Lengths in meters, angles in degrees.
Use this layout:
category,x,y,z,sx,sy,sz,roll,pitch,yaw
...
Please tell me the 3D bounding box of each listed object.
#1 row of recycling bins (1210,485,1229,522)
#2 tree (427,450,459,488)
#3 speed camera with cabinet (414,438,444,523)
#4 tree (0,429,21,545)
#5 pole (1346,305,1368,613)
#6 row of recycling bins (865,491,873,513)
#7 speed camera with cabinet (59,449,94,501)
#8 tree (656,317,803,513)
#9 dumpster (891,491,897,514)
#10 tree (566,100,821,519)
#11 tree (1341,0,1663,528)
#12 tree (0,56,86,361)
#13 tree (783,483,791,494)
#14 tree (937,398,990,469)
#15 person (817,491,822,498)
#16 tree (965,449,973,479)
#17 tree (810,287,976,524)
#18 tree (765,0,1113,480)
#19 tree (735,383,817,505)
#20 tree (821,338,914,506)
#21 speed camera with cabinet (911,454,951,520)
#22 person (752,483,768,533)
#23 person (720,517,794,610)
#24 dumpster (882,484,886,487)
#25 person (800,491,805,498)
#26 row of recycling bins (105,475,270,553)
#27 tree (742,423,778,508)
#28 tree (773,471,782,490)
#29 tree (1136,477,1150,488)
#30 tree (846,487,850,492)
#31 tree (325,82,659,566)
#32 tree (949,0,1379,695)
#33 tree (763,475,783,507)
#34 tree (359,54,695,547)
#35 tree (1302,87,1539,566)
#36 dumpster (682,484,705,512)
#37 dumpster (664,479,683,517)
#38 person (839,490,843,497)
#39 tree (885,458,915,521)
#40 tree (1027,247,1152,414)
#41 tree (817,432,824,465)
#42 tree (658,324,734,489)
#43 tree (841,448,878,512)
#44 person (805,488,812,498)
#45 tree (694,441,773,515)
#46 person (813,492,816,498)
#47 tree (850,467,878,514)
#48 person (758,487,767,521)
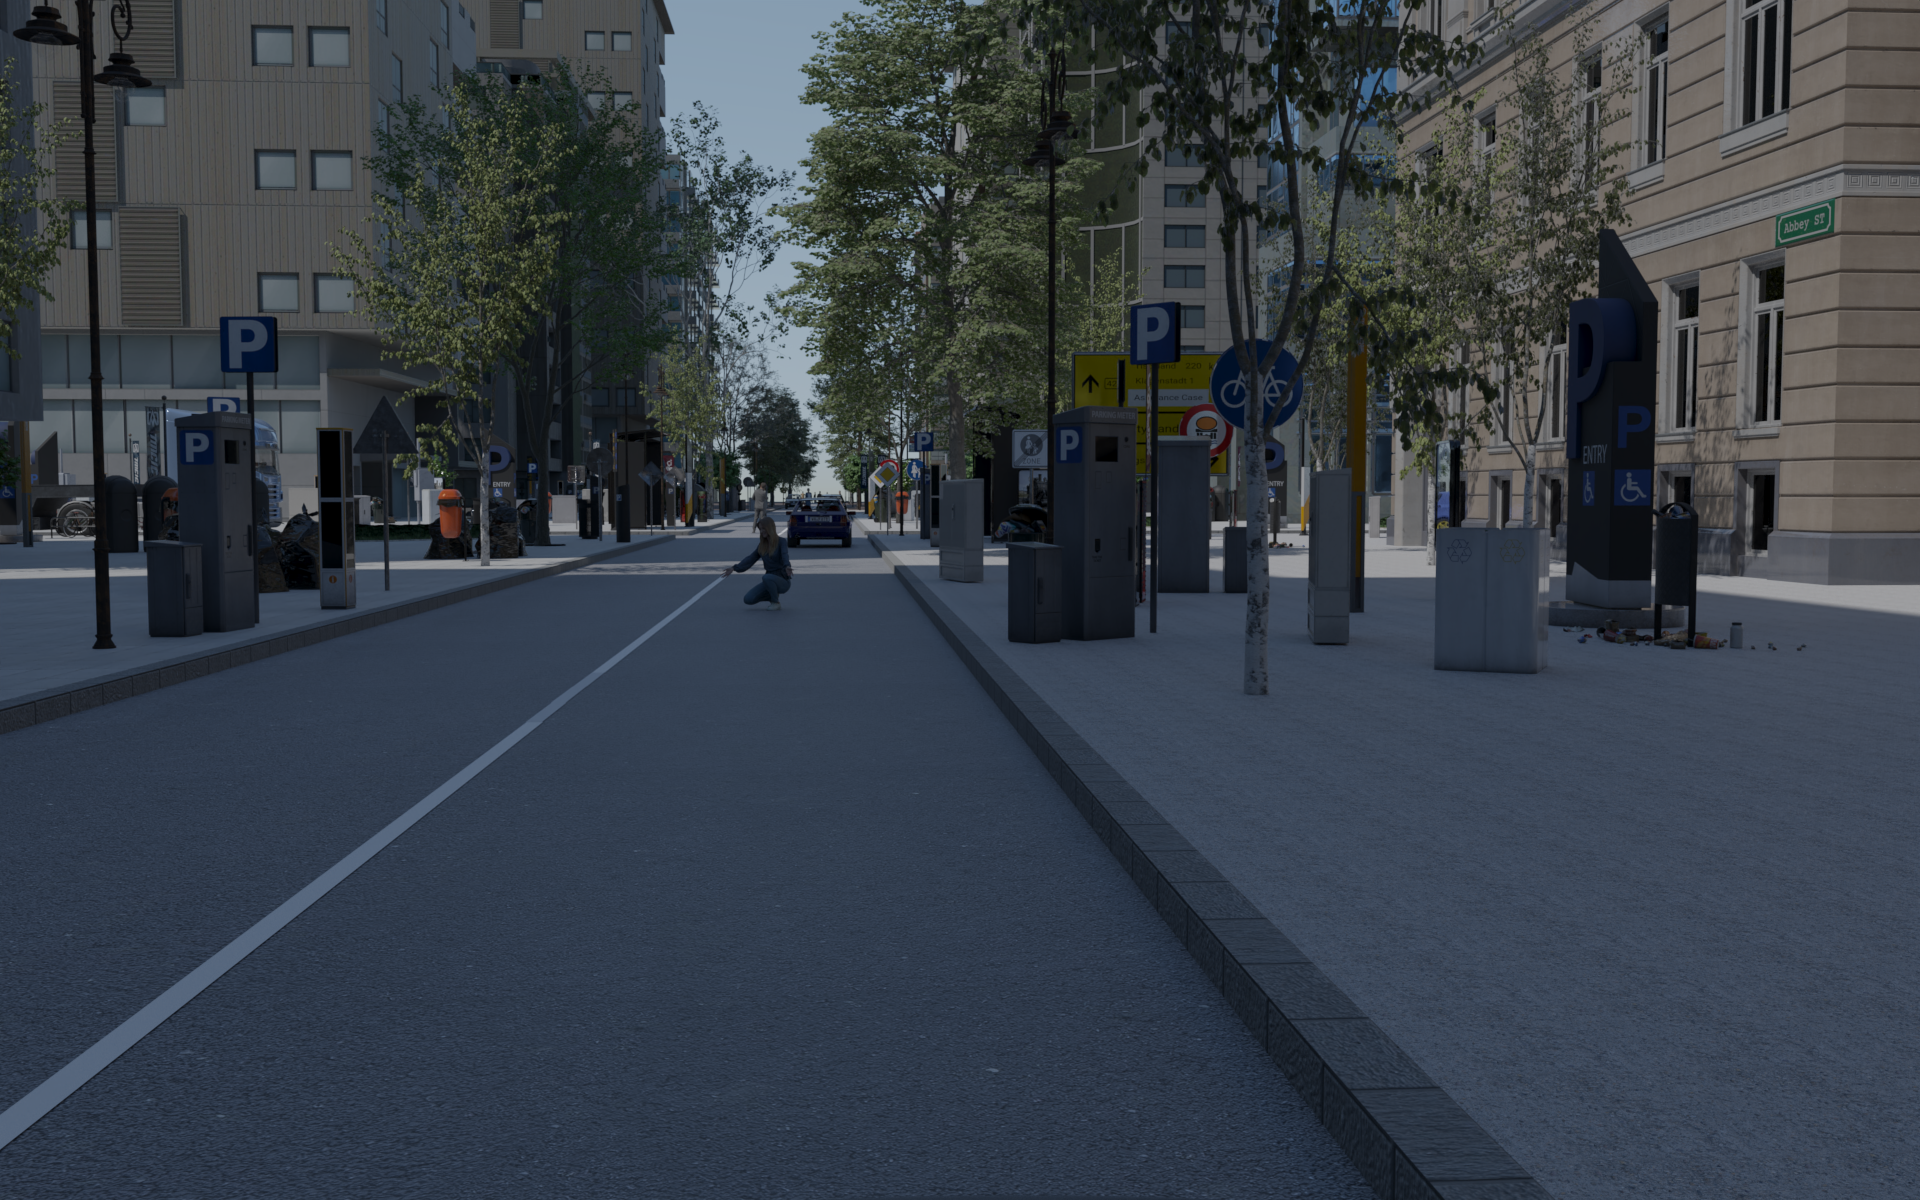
category,x,y,z,sx,sy,sz,roll,pitch,yaw
row of recycling bins,11.012,-4.449,79.860,3.534,1.692,1.069,-3,5,-39
tree,-23.308,-5.029,76.822,1.663,3.219,1.824,0,3,0
speed camera with cabinet,-18.719,-4.085,61.118,0.660,3.252,2.038,-2,4,-31
tree,-24.559,-3.034,44.205,1.663,3.219,1.824,0,3,0
pole,4.275,-1.520,18.699,0.158,3.312,0.155,0,3,0
row of recycling bins,-5.513,-6.524,113.775,1.069,1.692,3.534,1,4,9
speed camera with cabinet,-38.468,-4.972,75.632,2.038,3.252,0.660,1,4,11
tree,-16.086,-12.835,120.216,12.009,13.543,11.850,0,3,0
dumpster,-3.348,-5.202,90.804,1.264,1.857,1.865,0,4,-4
tree,-13.478,-14.088,86.229,12.611,20.169,13.585,0,3,0
tree,8.383,-4.611,25.752,4.360,8.622,3.978,0,3,0
tree,-16.577,-4.786,28.614,4.737,8.622,4.395,0,3,0
tree,-25.100,-15.359,245.715,1.663,3.219,1.824,0,3,0
tree,0.281,-10.254,118.018,4.737,8.622,4.395,0,3,0
person,-15.058,-10.890,187.079,0.617,1.759,0.750,2,4,28
tree,1.088,-7.814,111.469,4.285,4.588,4.351,0,3,0
tree,-2.820,-8.591,74.868,8.767,10.594,7.601,1,4,21
tree,-0.354,-7.145,34.950,7.486,12.596,7.792,0,3,0
tree,-21.727,-17.922,199.674,9.857,13.997,8.962,0,3,0
tree,-10.185,-20.248,186.943,12.611,20.169,13.585,0,3,0
speed camera with cabinet,-1.352,-5.534,84.823,2.038,3.252,0.660,0,4,-3
person,-7.375,-3.398,63.859,0.655,1.846,0.447,1,4,14
person,-2.347,-0.452,21.389,1.012,1.151,0.738,3,4,39
dumpster,-3.686,-5.644,94.769,1.502,2.255,1.985,0,4,-4
person,-20.629,-13.393,227.562,1.348,1.812,0.705,1,4,12
row of recycling bins,-17.286,-1.928,38.633,3.534,1.692,1.069,-2,4,-31
tree,-17.919,-12.779,159.292,4.360,8.622,3.978,0,3,0
tree,-21.102,-12.489,187.909,4.285,4.588,4.351,0,3,0
tree,8.737,-5.567,85.614,1.663,3.219,1.824,0,3,0
tree,-13.435,-13.770,219.739,1.663,3.219,1.824,0,3,0
tree,-8.682,-4.921,30.816,4.737,8.622,4.395,0,3,0
tree,1.793,-3.687,10.650,4.360,8.622,3.978,0,3,0
tree,-19.357,-11.110,176.243,1.663,3.219,1.824,0,3,0
tree,-10.341,-7.122,42.208,9.928,11.665,9.643,0,3,0
tree,8.220,-4.923,30.856,4.737,8.622,4.395,0,3,0
dumpster,-15.065,-5.631,97.817,1.264,1.857,1.865,0,4,-4
dumpster,-16.525,-5.876,98.565,1.502,2.255,1.985,0,4,-4
person,-8.955,-7.310,129.028,0.512,1.701,0.522,1,4,18
tree,-2.804,-5.428,83.353,1.663,3.219,1.824,0,3,0
tree,3.960,-6.230,52.215,4.737,8.622,4.395,0,3,0
tree,-25.807,-21.827,263.532,9.857,13.997,8.962,0,3,0
tree,-11.777,-7.601,74.642,4.737,8.622,4.395,0,3,0
tree,-6.758,-8.531,123.191,4.285,4.588,4.351,0,3,0
person,-9.833,-6.354,112.411,0.581,1.822,0.654,0,4,-3
tree,-14.875,-7.574,107.542,4.285,4.588,4.351,0,3,0
person,-22.628,-15.942,269.705,0.434,1.755,0.990,0,4,-3
tree,-5.615,-7.063,110.083,1.663,3.219,1.824,0,3,0
person,-8.809,-4.184,77.006,0.767,1.812,0.694,-1,4,-13
